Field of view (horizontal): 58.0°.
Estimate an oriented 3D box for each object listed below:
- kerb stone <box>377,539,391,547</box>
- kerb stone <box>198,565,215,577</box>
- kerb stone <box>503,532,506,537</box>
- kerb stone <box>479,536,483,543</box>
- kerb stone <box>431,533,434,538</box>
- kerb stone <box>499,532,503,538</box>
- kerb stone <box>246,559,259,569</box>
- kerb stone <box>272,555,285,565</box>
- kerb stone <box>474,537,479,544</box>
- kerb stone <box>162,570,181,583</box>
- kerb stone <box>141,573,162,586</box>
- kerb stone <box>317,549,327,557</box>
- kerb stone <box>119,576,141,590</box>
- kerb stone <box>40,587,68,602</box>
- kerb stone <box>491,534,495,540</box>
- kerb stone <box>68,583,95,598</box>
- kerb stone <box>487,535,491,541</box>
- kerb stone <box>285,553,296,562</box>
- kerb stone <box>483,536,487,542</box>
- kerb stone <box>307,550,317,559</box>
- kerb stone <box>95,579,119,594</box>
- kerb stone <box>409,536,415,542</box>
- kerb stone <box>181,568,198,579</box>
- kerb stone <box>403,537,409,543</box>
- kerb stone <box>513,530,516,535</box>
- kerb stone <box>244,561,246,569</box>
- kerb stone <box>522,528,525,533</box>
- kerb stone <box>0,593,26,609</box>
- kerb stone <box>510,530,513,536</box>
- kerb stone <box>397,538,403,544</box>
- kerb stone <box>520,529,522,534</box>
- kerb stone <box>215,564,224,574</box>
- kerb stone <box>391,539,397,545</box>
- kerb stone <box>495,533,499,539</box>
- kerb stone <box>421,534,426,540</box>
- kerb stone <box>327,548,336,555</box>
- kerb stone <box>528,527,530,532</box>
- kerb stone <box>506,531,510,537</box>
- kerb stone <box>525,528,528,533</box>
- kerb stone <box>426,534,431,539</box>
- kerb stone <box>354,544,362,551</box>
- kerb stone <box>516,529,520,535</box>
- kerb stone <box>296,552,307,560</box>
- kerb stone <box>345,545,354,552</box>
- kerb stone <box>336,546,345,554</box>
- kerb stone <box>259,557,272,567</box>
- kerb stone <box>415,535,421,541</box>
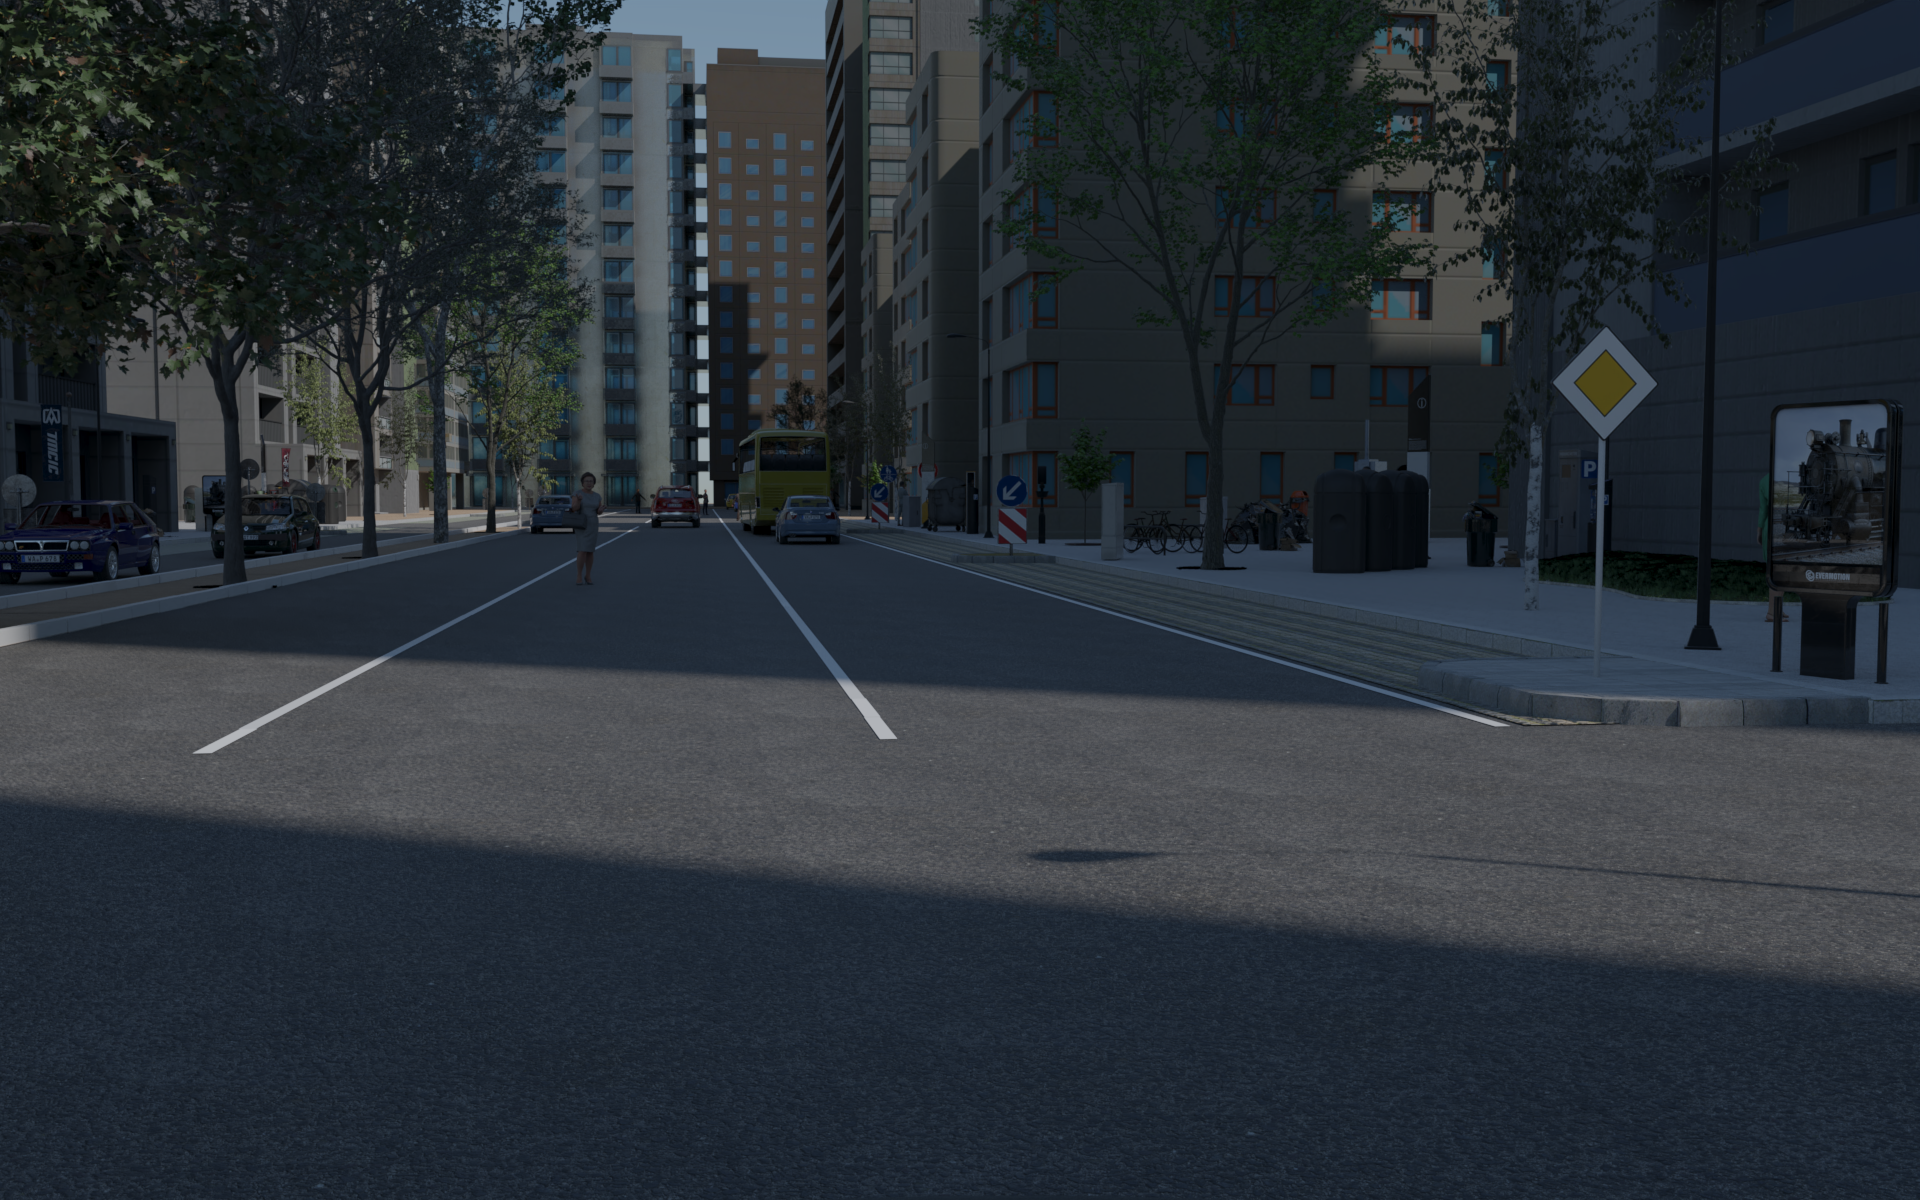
[{"bbox_3d":[-15.818,-1.545,47.449,0.120,0.150,1.000,-1,4,-8],"label":"kerb stone"},{"bbox_3d":[-13.242,-0.491,30.221,0.120,0.150,1.000,-1,4,-8],"label":"kerb stone"},{"bbox_3d":[-15.107,-2.117,56.875,0.120,0.150,1.000,-1,4,-8],"label":"kerb stone"},{"bbox_3d":[-14.199,-1.750,50.802,0.120,0.150,1.000,-1,4,-8],"label":"kerb stone"},{"bbox_3d":[-17.027,-2.040,55.553,0.120,0.150,1.000,-1,4,-8],"label":"kerb stone"},{"bbox_3d":[-14.952,-2.059,55.865,0.120,0.150,1.000,-1,4,-8],"label":"kerb stone"},{"bbox_3d":[-13.702,-0.673,33.266,0.120,0.150,1.000,-1,4,-8],"label":"kerb stone"},{"bbox_3d":[-13.993,-0.801,35.289,0.120,0.150,1.000,-1,4,-8],"label":"kerb stone"},{"bbox_3d":[-14.039,-1.687,49.786,0.120,0.150,1.000,-1,4,-8],"label":"kerb stone"},{"bbox_3d":[-12.932,-0.367,28.198,0.120,0.150,1.000,-1,4,-8],"label":"kerb stone"},{"bbox_3d":[-12.788,-0.302,27.186,0.120,0.150,1.000,-1,4,-8],"label":"kerb stone"},{"bbox_3d":[-14.601,-1.048,39.335,0.120,0.150,1.000,-1,4,-8],"label":"kerb stone"},{"bbox_3d":[-12.639,-0.238,26.169,0.120,0.150,1.000,-1,4,-8],"label":"kerb stone"},{"bbox_3d":[-12.188,-0.057,23.131,0.120,0.150,1.000,-1,4,-8],"label":"kerb stone"},{"bbox_3d":[-14.647,-1.928,53.837,0.120,0.150,1.000,-1,4,-8],"label":"kerb stone"},{"bbox_3d":[-12.333,-0.117,24.147,0.120,0.150,1.000,-1,4,-8],"label":"kerb stone"},{"bbox_3d":[-14.503,-1.873,52.825,0.120,0.150,1.000,-1,4,-8],"label":"kerb stone"},{"bbox_3d":[-14.143,-0.863,36.303,0.120,0.150,1.000,-1,4,-8],"label":"kerb stone"},{"bbox_3d":[-14.338,-1.812,51.815,0.120,0.150,1.000,-1,4,-8],"label":"kerb stone"},{"bbox_3d":[-14.455,-0.986,38.323,0.120,0.150,1.000,-1,4,-8],"label":"kerb stone"},{"bbox_3d":[-12.482,-0.181,25.159,0.120,0.150,1.000,-1,4,-8],"label":"kerb stone"},{"bbox_3d":[-16.425,-1.792,51.495,0.120,0.150,1.000,-1,4,-8],"label":"kerb stone"},{"bbox_3d":[-13.101,-0.429,29.208,0.120,0.150,1.000,-1,4,-8],"label":"kerb stone"},{"bbox_3d":[-16.268,-1.730,50.484,0.120,0.150,1.000,-1,4,-8],"label":"kerb stone"},{"bbox_3d":[-15.560,-2.308,59.923,0.120,0.150,1.000,-1,4,-8],"label":"kerb stone"},{"bbox_3d":[-13.540,-0.615,32.250,0.120,0.150,1.000,-1,4,-8],"label":"kerb stone"},{"bbox_3d":[-16.005,-2.493,62.958,0.120,0.150,1.000,-1,4,-8],"label":"kerb stone"},{"bbox_3d":[-12.032,0.005,22.120,0.120,0.150,1.000,-1,4,-8],"label":"kerb stone"},{"bbox_3d":[-15.400,-2.245,58.906,0.120,0.150,1.000,-1,4,-8],"label":"kerb stone"},{"bbox_3d":[-16.119,-1.668,49.472,0.120,0.150,1.000,-1,4,-8],"label":"kerb stone"},{"bbox_3d":[-15.866,-2.431,61.945,0.120,0.150,1.000,-1,4,-8],"label":"kerb stone"},{"bbox_3d":[-13.401,-0.553,31.231,0.120,0.150,1.000,-1,4,-8],"label":"kerb stone"},{"bbox_3d":[-15.968,-1.606,48.460,0.120,0.150,1.000,-1,4,-8],"label":"kerb stone"},{"bbox_3d":[-14.799,-1.991,54.848,0.120,0.150,1.000,-1,4,-8],"label":"kerb stone"},{"bbox_3d":[-16.725,-1.916,53.524,0.120,0.150,1.000,-1,4,-8],"label":"kerb stone"},{"bbox_3d":[-14.761,-1.110,40.345,0.120,0.150,1.000,-1,4,-8],"label":"kerb stone"},{"bbox_3d":[-16.316,-2.614,64.983,0.120,0.150,1.000,-1,4,-8],"label":"kerb stone"},{"bbox_3d":[-15.257,-2.183,57.893,0.120,0.150,1.000,-1,4,-8],"label":"kerb stone"},{"bbox_3d":[-16.155,-2.555,63.969,0.120,0.150,1.000,-1,4,-8],"label":"kerb stone"},{"bbox_3d":[-16.877,-1.978,54.535,0.120,0.150,1.000,-1,4,-8],"label":"kerb stone"},{"bbox_3d":[-15.208,-1.297,43.397,0.120,0.150,1.000,-1,4,-8],"label":"kerb stone"},{"bbox_3d":[-15.701,-2.369,60.936,0.120,0.150,1.000,-1,4,-8],"label":"kerb stone"},{"bbox_3d":[-14.306,-0.925,37.312,0.120,0.150,1.000,-1,4,-8],"label":"kerb stone"},{"bbox_3d":[-15.056,-1.233,42.379,0.120,0.150,1.000,-1,4,-8],"label":"kerb stone"},{"bbox_3d":[-14.905,-1.169,41.365,0.120,0.150,1.000,-1,4,-8],"label":"kerb stone"},{"bbox_3d":[-13.853,-0.739,34.277,0.120,0.150,1.000,-1,4,-8],"label":"kerb stone"},{"bbox_3d":[-16.575,-1.854,52.507,0.120,0.150,1.000,-1,4,-8],"label":"kerb stone"}]
